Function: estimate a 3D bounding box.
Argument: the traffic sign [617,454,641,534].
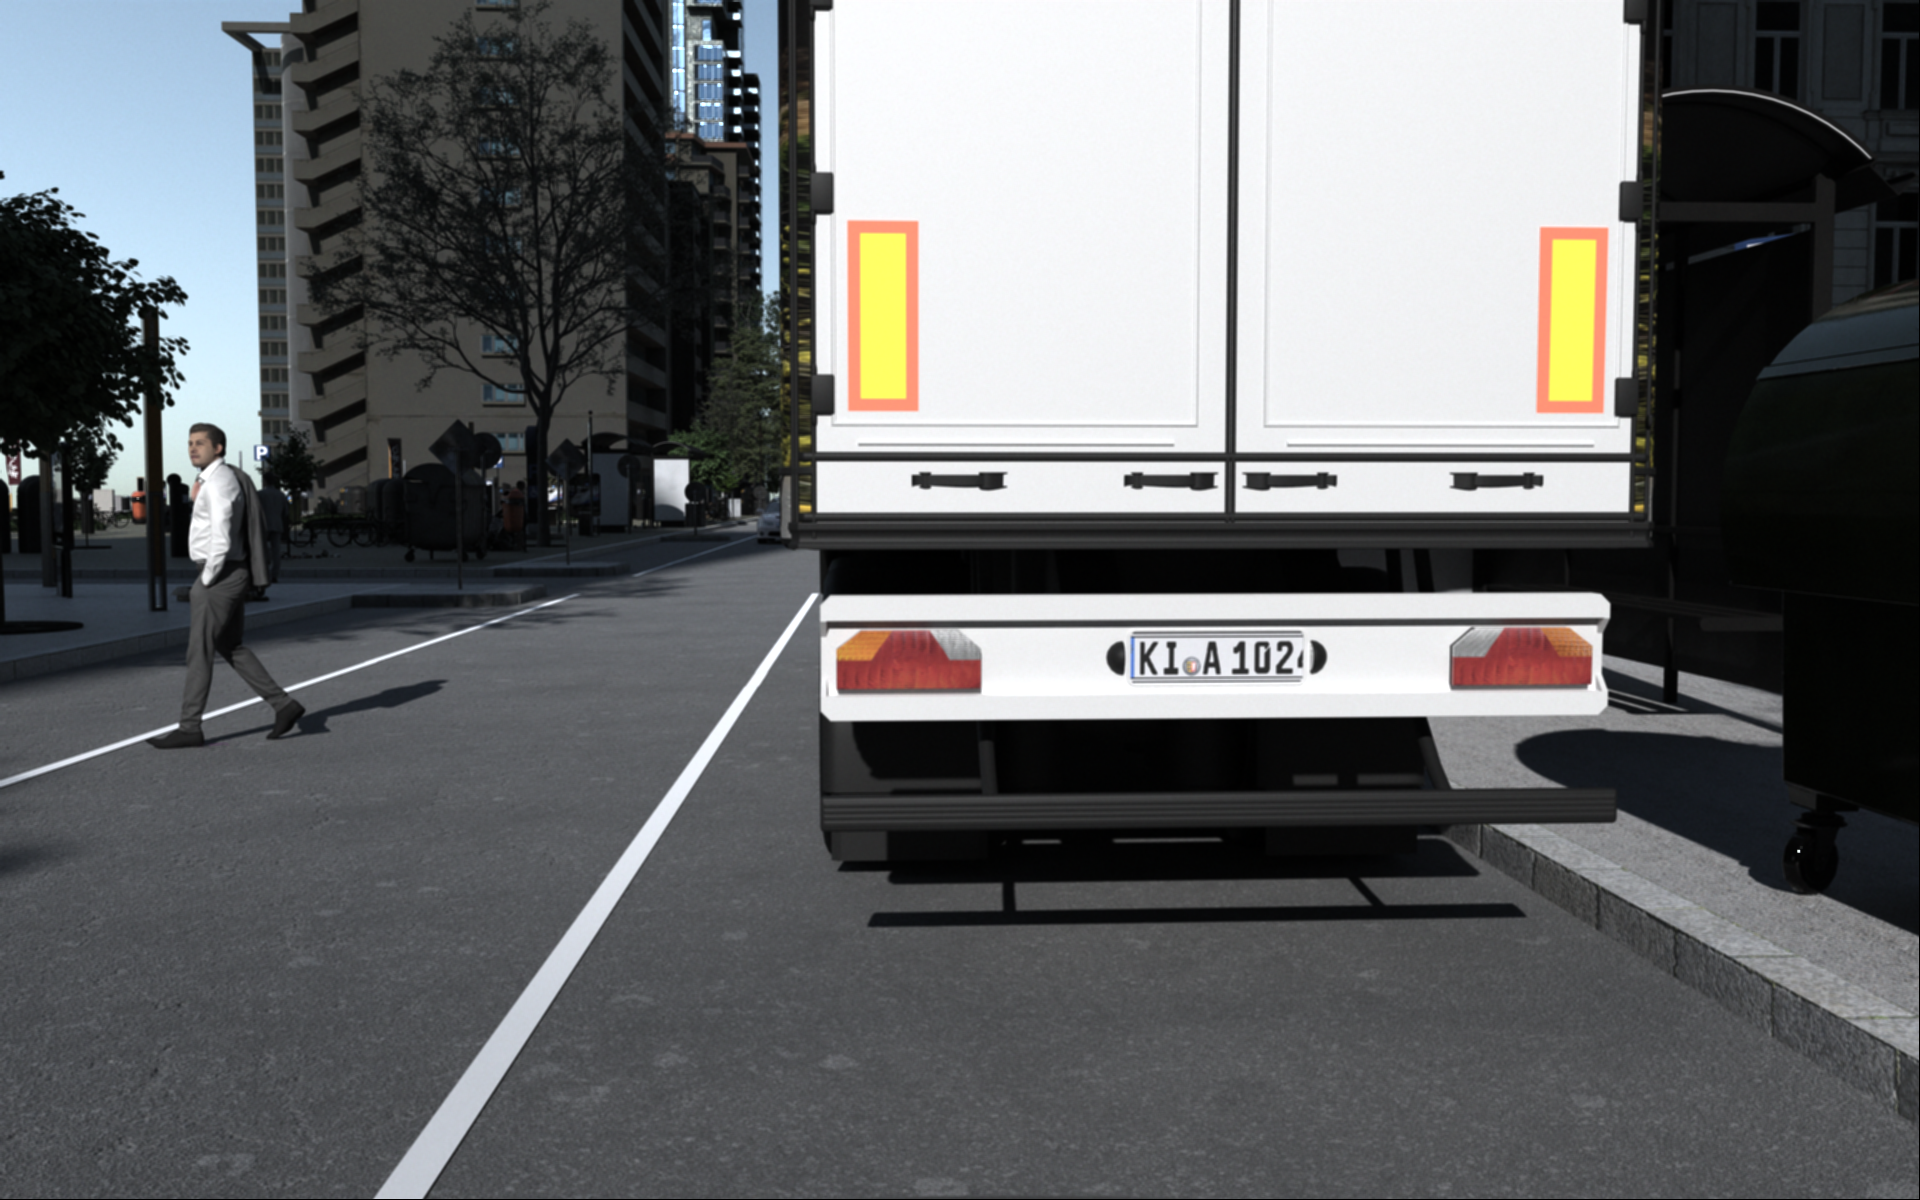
[{"bbox_3d":[-10.583,-3.382,55.398,0.768,2.556,0.104,0,4,4],"label":"traffic sign"}]

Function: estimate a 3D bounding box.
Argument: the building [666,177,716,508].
[{"bbox_3d":[-30.195,-23.685,158.945,14.160,30.474,14.107,0,4,-2],"label":"building"}]

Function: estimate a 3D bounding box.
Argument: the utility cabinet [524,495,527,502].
[{"bbox_3d":[-23.447,-5.138,95.175,1.020,1.237,0.306,-1,4,-9],"label":"utility cabinet"}]

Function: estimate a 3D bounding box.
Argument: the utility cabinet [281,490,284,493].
[{"bbox_3d":[-38.832,-5.543,99.311,1.173,1.500,0.318,2,4,24],"label":"utility cabinet"}]

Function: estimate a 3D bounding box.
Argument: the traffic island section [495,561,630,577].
[{"bbox_3d":[-7.107,-0.553,31.324,2.009,0.180,2.903,0,4,-2],"label":"traffic island section"}]

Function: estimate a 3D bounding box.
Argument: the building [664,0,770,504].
[{"bbox_3d":[-37.417,-56.671,239.235,22.319,86.520,31.000,0,4,-2],"label":"building"}]

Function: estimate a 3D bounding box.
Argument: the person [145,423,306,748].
[{"bbox_3d":[-4.219,-0.081,9.918,0.850,1.850,0.679,-1,4,-22],"label":"person"}]

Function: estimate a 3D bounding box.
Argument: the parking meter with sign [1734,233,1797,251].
[{"bbox_3d":[6.186,-0.979,12.274,1.738,3.016,0.543,-2,4,-35],"label":"parking meter with sign"}]

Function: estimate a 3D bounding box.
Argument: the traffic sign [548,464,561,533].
[{"bbox_3d":[-12.275,-3.234,52.983,0.768,2.556,0.104,0,4,7],"label":"traffic sign"}]

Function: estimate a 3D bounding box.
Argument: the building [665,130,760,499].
[{"bbox_3d":[-36.156,-34.008,210.651,22.147,44.769,28.867,0,4,-2],"label":"building"}]

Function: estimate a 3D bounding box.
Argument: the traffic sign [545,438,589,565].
[{"bbox_3d":[-7.084,-1.689,31.263,0.795,2.450,0.064,0,4,-2],"label":"traffic sign"}]

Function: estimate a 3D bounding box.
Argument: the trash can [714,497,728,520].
[{"bbox_3d":[-11.874,-4.555,86.135,0.748,1.137,0.748,0,3,0],"label":"trash can"}]

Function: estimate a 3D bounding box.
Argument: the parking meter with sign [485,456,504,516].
[{"bbox_3d":[-21.114,-5.000,78.018,0.543,3.016,1.738,0,4,6],"label":"parking meter with sign"}]

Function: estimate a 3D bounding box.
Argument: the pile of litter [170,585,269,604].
[{"bbox_3d":[-8.883,-0.420,20.828,1.176,0.858,1.719,-1,4,-8],"label":"pile of litter"}]

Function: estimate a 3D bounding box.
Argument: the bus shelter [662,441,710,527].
[{"bbox_3d":[-11.282,-4.612,69.334,2.014,3.302,5.546,0,4,-2],"label":"bus shelter"}]

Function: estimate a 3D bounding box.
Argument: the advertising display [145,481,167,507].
[{"bbox_3d":[-38.557,-4.759,83.017,0.974,1.923,0.123,-3,5,-41],"label":"advertising display"}]

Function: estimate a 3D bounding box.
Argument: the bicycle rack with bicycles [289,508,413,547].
[{"bbox_3d":[-14.593,-1.788,42.615,2.925,0.926,2.852,1,4,12],"label":"bicycle rack with bicycles"}]

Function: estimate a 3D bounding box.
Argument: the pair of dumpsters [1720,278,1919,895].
[{"bbox_3d":[3.347,-0.062,3.512,1.574,2.255,4.437,0,4,-2],"label":"pair of dumpsters"}]

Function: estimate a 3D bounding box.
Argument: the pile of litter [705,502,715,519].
[{"bbox_3d":[-13.332,-4.735,91.377,1.176,0.858,1.719,3,5,41],"label":"pile of litter"}]

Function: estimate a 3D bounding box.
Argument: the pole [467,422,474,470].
[{"bbox_3d":[-13.855,-3.379,49.093,0.158,3.312,0.155,0,3,0],"label":"pole"}]

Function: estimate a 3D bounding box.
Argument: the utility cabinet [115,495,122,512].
[{"bbox_3d":[-45.535,-5.000,92.914,1.020,1.237,0.306,-2,4,-28],"label":"utility cabinet"}]

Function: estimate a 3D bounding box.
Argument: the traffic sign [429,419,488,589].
[{"bbox_3d":[-6.735,-1.201,23.286,0.795,2.450,0.064,0,4,-2],"label":"traffic sign"}]

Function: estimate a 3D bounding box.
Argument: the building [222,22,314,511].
[{"bbox_3d":[-38.383,-27.362,139.257,32.217,40.220,23.993,0,4,-2],"label":"building"}]

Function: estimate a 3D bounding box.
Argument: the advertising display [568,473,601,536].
[{"bbox_3d":[-11.594,-2.952,53.474,0.974,1.923,0.123,-1,4,-12],"label":"advertising display"}]

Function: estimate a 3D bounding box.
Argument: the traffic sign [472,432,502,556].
[{"bbox_3d":[-9.836,-2.181,35.757,0.768,2.556,0.104,0,4,-2],"label":"traffic sign"}]

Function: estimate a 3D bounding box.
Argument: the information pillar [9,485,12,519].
[{"bbox_3d":[-49.183,-6.013,89.668,0.183,3.616,0.504,-2,4,-32],"label":"information pillar"}]

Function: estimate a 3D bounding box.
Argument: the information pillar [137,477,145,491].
[{"bbox_3d":[-35.476,-4.316,75.057,0.304,2.012,0.304,-1,4,-22],"label":"information pillar"}]

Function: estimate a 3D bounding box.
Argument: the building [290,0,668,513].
[{"bbox_3d":[-31.795,-30.129,116.309,21.300,48.544,21.600,0,4,-2],"label":"building"}]

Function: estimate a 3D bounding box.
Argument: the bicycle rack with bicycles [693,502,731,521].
[{"bbox_3d":[-12.386,-4.228,82.508,2.925,0.926,2.852,0,4,-3],"label":"bicycle rack with bicycles"}]

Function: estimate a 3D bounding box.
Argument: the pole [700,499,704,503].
[{"bbox_3d":[-13.959,-6.108,93.716,0.158,3.312,0.155,0,3,0],"label":"pole"}]

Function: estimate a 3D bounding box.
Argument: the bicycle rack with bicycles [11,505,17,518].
[{"bbox_3d":[-42.908,-4.177,81.672,2.925,0.926,2.852,3,4,37],"label":"bicycle rack with bicycles"}]

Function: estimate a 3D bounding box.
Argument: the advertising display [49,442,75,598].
[{"bbox_3d":[-11.236,-1.007,21.677,0.123,1.923,0.974,-2,4,-35],"label":"advertising display"}]

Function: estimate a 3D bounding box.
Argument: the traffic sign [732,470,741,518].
[{"bbox_3d":[-11.735,-5.473,89.484,0.884,2.594,0.081,0,4,6],"label":"traffic sign"}]

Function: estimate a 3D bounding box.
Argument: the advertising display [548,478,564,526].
[{"bbox_3d":[-16.486,-3.961,69.984,0.974,1.923,0.123,1,4,9],"label":"advertising display"}]

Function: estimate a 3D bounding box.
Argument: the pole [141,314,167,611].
[{"bbox_3d":[-8.830,-1.537,18.967,0.158,3.312,0.155,0,3,0],"label":"pole"}]

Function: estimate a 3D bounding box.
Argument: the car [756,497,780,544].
[{"bbox_3d":[-4.975,-2.403,51.651,2.083,1.381,4.827,0,4,-1],"label":"car"}]

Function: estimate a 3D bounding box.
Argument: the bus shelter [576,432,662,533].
[{"bbox_3d":[-11.706,-4.013,59.536,2.014,3.302,5.546,0,4,-3],"label":"bus shelter"}]

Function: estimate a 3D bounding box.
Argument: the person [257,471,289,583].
[{"bbox_3d":[-11.236,-1.184,28.058,0.583,1.804,0.606,3,4,36],"label":"person"}]

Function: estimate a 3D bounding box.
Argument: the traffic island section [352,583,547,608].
[{"bbox_3d":[-6.758,-0.065,23.346,2.009,0.180,2.903,0,4,-2],"label":"traffic island section"}]

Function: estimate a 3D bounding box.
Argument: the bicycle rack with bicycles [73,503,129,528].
[{"bbox_3d":[-33.163,-3.211,65.886,2.925,0.926,2.852,-1,4,-10],"label":"bicycle rack with bicycles"}]

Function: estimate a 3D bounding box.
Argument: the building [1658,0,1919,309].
[{"bbox_3d":[31.775,-16.636,48.414,44.131,29.872,17.030,0,4,-2],"label":"building"}]

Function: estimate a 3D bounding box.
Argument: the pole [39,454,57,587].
[{"bbox_3d":[-12.574,-1.837,23.872,0.158,3.312,0.155,0,3,0],"label":"pole"}]

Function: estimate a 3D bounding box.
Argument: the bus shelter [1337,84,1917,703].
[{"bbox_3d":[3.603,-1.066,11.349,2.014,3.302,5.546,0,4,-2],"label":"bus shelter"}]

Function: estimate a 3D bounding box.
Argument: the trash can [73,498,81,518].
[{"bbox_3d":[-35.782,-3.584,70.245,0.748,1.137,0.748,0,3,0],"label":"trash can"}]

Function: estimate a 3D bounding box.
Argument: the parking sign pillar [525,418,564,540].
[{"bbox_3d":[-11.969,-3.705,49.046,1.447,3.967,1.447,0,4,-6],"label":"parking sign pillar"}]

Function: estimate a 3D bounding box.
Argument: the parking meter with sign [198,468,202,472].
[{"bbox_3d":[-38.166,-5.663,88.853,0.543,3.016,1.738,2,4,27],"label":"parking meter with sign"}]

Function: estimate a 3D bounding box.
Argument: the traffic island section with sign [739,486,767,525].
[{"bbox_3d":[-9.300,-4.435,81.136,1.989,1.847,2.006,0,4,-2],"label":"traffic island section with sign"}]

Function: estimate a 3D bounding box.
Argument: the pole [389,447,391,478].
[{"bbox_3d":[-22.872,-4.644,69.774,0.158,3.312,0.155,0,3,0],"label":"pole"}]

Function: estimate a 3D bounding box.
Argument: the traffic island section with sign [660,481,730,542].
[{"bbox_3d":[-8.073,-2.715,53.011,1.989,1.847,2.006,0,4,-2],"label":"traffic island section with sign"}]

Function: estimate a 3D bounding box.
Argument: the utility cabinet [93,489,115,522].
[{"bbox_3d":[-39.577,-4.347,79.745,1.173,1.500,0.318,-1,4,-8],"label":"utility cabinet"}]

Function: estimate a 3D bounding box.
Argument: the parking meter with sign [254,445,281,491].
[{"bbox_3d":[-24.920,-4.069,62.792,0.543,3.016,1.738,0,4,1],"label":"parking meter with sign"}]
